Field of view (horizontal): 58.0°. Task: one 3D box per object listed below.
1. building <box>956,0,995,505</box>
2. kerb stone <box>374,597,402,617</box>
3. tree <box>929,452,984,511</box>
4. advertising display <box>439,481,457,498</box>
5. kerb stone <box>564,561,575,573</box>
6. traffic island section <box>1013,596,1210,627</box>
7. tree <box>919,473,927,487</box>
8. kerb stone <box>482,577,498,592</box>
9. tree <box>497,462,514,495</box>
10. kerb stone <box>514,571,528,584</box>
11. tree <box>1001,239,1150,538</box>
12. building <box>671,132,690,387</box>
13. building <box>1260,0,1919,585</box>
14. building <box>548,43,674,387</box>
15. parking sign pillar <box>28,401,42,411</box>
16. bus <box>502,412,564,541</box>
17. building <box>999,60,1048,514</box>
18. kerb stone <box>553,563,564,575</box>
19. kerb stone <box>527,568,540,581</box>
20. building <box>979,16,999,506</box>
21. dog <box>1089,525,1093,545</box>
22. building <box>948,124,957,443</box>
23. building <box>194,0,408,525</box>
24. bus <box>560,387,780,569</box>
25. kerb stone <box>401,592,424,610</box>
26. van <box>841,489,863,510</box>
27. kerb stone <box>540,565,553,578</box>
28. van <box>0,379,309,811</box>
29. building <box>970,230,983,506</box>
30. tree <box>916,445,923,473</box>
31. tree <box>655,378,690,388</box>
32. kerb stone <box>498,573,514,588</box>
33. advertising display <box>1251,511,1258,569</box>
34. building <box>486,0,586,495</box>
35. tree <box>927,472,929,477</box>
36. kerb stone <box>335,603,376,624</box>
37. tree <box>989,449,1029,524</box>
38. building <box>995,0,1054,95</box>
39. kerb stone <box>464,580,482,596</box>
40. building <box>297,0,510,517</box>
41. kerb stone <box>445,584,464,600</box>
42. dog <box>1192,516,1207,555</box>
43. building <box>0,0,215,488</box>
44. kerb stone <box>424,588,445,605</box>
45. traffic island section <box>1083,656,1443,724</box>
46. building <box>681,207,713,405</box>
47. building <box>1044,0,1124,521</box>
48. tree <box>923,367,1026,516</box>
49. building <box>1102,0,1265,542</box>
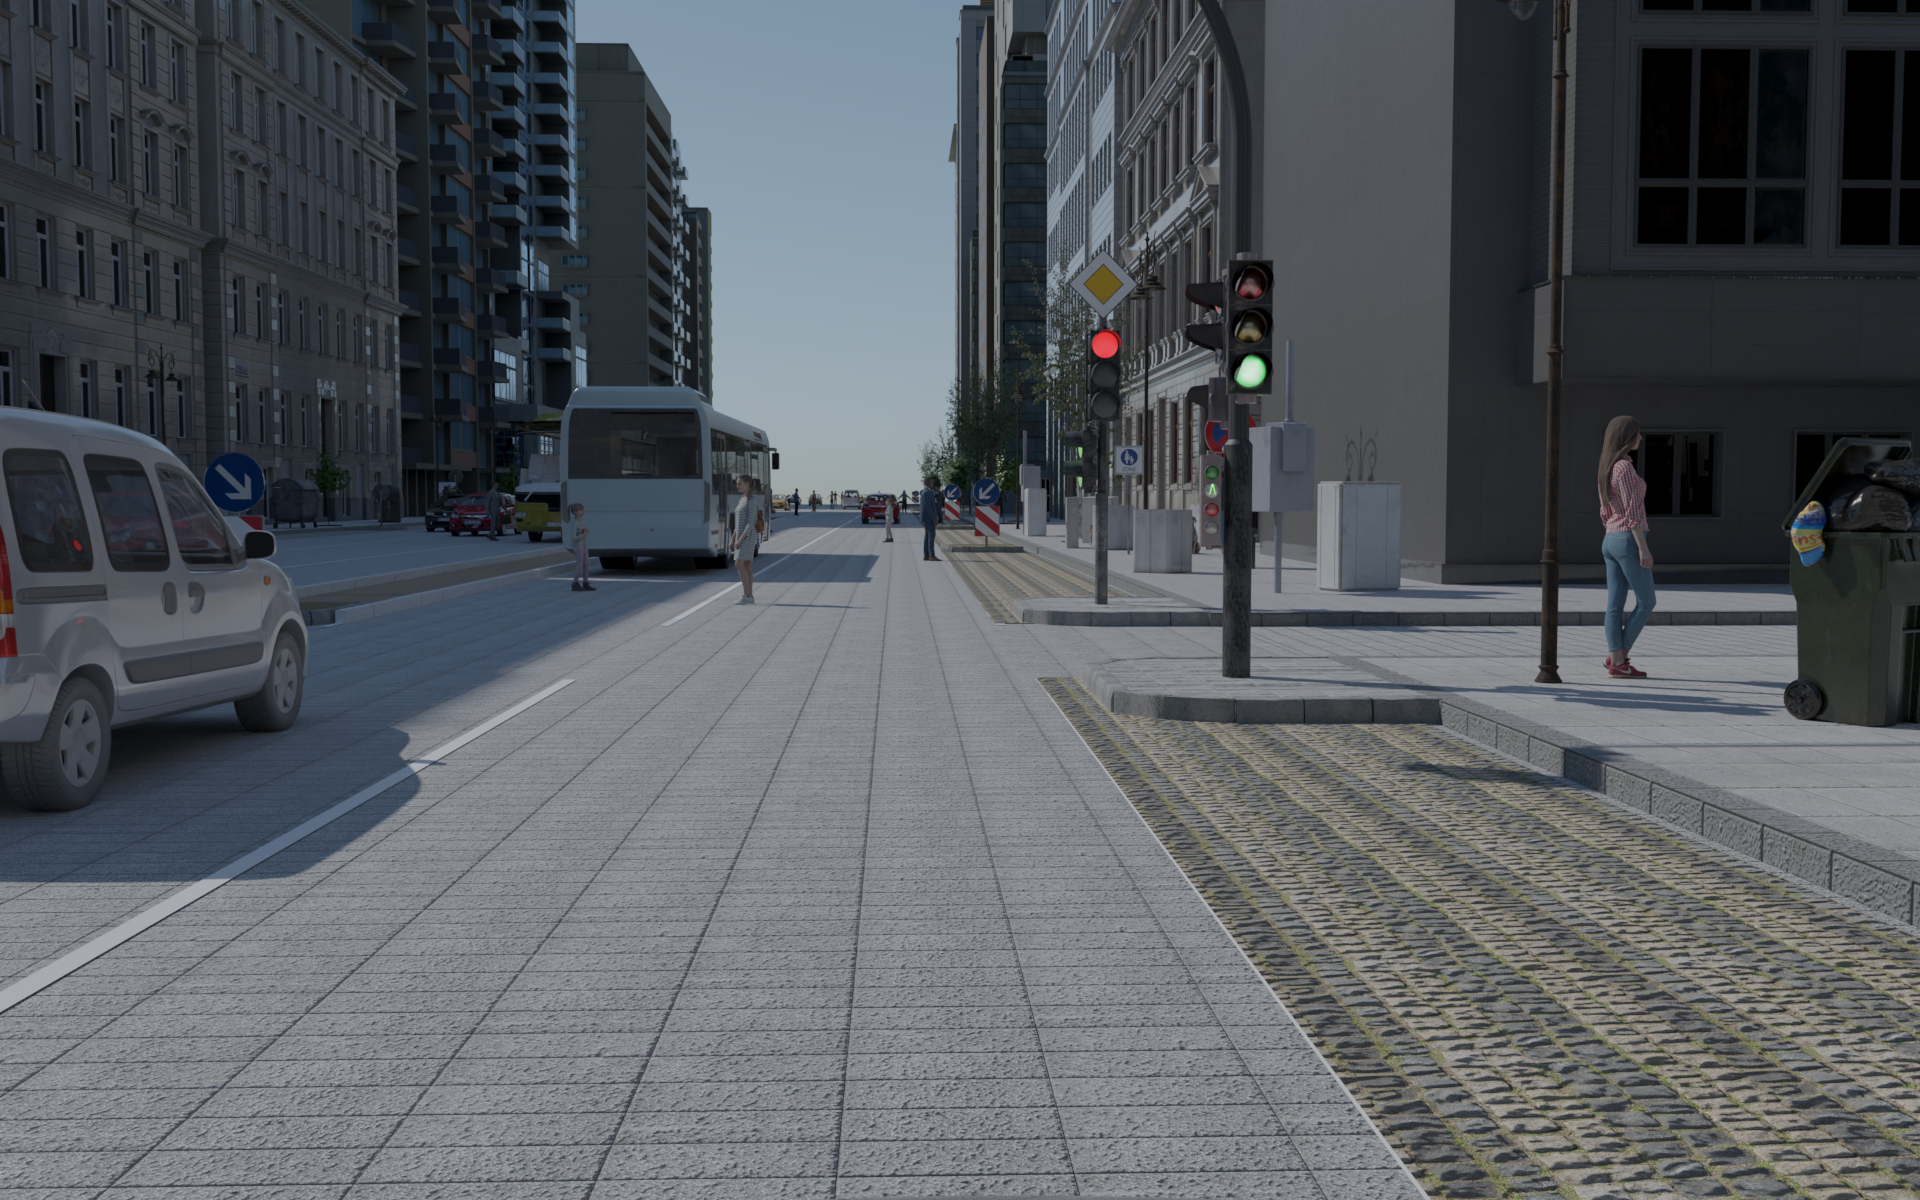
[{"bbox_3d":[10.088,-41.002,212.377,21.231,58.520,28.212,0,4,-2],"label":"building"},{"bbox_3d":[-6.893,0.098,20.651,0.120,0.150,1.000,0,4,-2],"label":"kerb stone"},{"bbox_3d":[0.252,-9.280,135.440,4.285,4.588,4.351,0,3,0],"label":"tree"},{"bbox_3d":[-26.036,-5.060,87.939,0.974,1.923,0.123,-1,4,-13],"label":"advertising display"},{"bbox_3d":[-7.293,-0.591,31.894,0.120,0.150,1.000,0,4,-2],"label":"kerb stone"},{"bbox_3d":[1.668,0.129,20.174,2.009,0.180,2.903,0,4,-2],"label":"traffic island section"},{"bbox_3d":[-3.767,-15.195,232.151,4.285,4.588,4.351,0,3,0],"label":"tree"},{"bbox_3d":[-7.083,-0.218,25.758,0.120,0.150,1.000,0,4,-2],"label":"kerb stone"},{"bbox_3d":[-26.474,-6.592,102.383,1.663,3.219,1.824,0,3,0],"label":"tree"},{"bbox_3d":[-7.152,-0.343,27.802,0.120,0.150,1.000,0,4,-2],"label":"kerb stone"},{"bbox_3d":[3.454,-6.072,49.641,4.360,8.622,3.978,0,3,0],"label":"tree"},{"bbox_3d":[-45.919,-36.513,216.589,23.786,49.044,30.456,0,4,-2],"label":"building"},{"bbox_3d":[18.502,-14.429,29.423,24.014,27.812,14.314,0,4,-2],"label":"building"},{"bbox_3d":[-43.679,-34.678,190.689,21.300,48.544,21.600,0,4,-2],"label":"building"},{"bbox_3d":[-26.346,-3.747,49.743,1.447,3.967,1.447,2,4,27],"label":"parking sign pillar"},{"bbox_3d":[-12.113,-3.929,55.787,2.896,3.916,12.252,0,4,-4],"label":"bus"},{"bbox_3d":[9.621,-21.266,119.399,14.160,30.474,14.107,0,4,-2],"label":"building"},{"bbox_3d":[-7.265,-0.529,30.873,0.120,0.150,1.000,0,4,-2],"label":"kerb stone"},{"bbox_3d":[-7.190,-0.405,28.825,0.120,0.150,1.000,0,4,-2],"label":"kerb stone"},{"bbox_3d":[8.989,-31.247,160.993,14.600,45.320,14.200,0,4,-2],"label":"building"},{"bbox_3d":[3.451,-1.648,43.778,0.406,0.507,0.540,0,4,-6],"label":"dog"},{"bbox_3d":[13.113,-39.860,240.954,28.713,52.752,27.495,0,4,-2],"label":"building"},{"bbox_3d":[-34.659,-17.212,78.677,12.463,27.353,25.104,0,4,-2],"label":"building"},{"bbox_3d":[-5.727,-2.536,36.323,2.948,3.499,13.247,0,4,-1],"label":"bus"},{"bbox_3d":[-6.940,0.032,21.673,0.120,0.150,1.000,0,4,-2],"label":"kerb stone"},{"bbox_3d":[-9.922,-9.287,158.853,2.013,2.044,4.112,0,4,-2],"label":"van"},{"bbox_3d":[-7.221,-0.467,29.847,0.120,0.150,1.000,0,4,-2],"label":"kerb stone"},{"bbox_3d":[-4.848,-0.132,9.164,2.013,2.044,4.112,0,4,-2],"label":"van"},{"bbox_3d":[8.032,-25.662,191.275,14.160,30.474,14.107,0,4,-2],"label":"building"},{"bbox_3d":[-1.288,-14.050,180.078,4.737,8.622,4.395,0,3,0],"label":"tree"},{"bbox_3d":[-28.792,-15.562,171.445,9.611,12.733,9.660,0,3,0],"label":"tree"},{"bbox_3d":[-7.110,-0.280,26.780,0.120,0.150,1.000,0,4,-2],"label":"kerb stone"},{"bbox_3d":[5.003,-1.521,30.080,0.123,1.923,0.974,0,4,-4],"label":"advertising display"},{"bbox_3d":[-41.931,-50.402,136.739,22.319,86.520,31.000,0,4,-2],"label":"building"},{"bbox_3d":[-0.196,-10.254,151.372,4.285,4.588,4.351,0,3,0],"label":"tree"},{"bbox_3d":[-6.856,0.159,19.621,0.120,0.150,1.000,0,4,-2],"label":"kerb stone"},{"bbox_3d":[1.823,-4.835,73.657,1.663,3.219,1.824,0,3,0],"label":"tree"},{"bbox_3d":[16.885,-33.683,139.959,28.713,52.752,27.495,0,4,-2],"label":"building"},{"bbox_3d":[-7.044,-0.155,24.737,0.120,0.150,1.000,0,4,-2],"label":"kerb stone"},{"bbox_3d":[-41.038,-27.719,107.835,22.147,44.769,28.867,0,4,-2],"label":"building"},{"bbox_3d":[-7.008,-0.090,23.716,0.120,0.150,1.000,0,4,-2],"label":"kerb stone"},{"bbox_3d":[5.061,-1.380,36.950,0.800,0.831,0.513,-2,4,-32],"label":"dog"},{"bbox_3d":[-34.090,-15.680,53.624,12.463,27.353,25.104,0,4,-2],"label":"building"},{"bbox_3d":[-6.976,-0.031,22.695,0.120,0.150,1.000,0,4,-2],"label":"kerb stone"},{"bbox_3d":[1.955,0.617,12.194,2.009,0.180,2.903,0,4,-2],"label":"traffic island section"},{"bbox_3d":[-42.016,-34.022,239.853,14.154,41.232,14.086,0,4,-2],"label":"building"},{"bbox_3d":[10.690,-18.535,80.541,11.434,29.767,29.804,0,4,-2],"label":"building"},{"bbox_3d":[0.927,-9.352,103.264,4.737,8.622,4.395,0,3,0],"label":"tree"},{"bbox_3d":[11.507,-13.406,55.342,11.583,22.565,21.152,0,4,-2],"label":"building"}]
